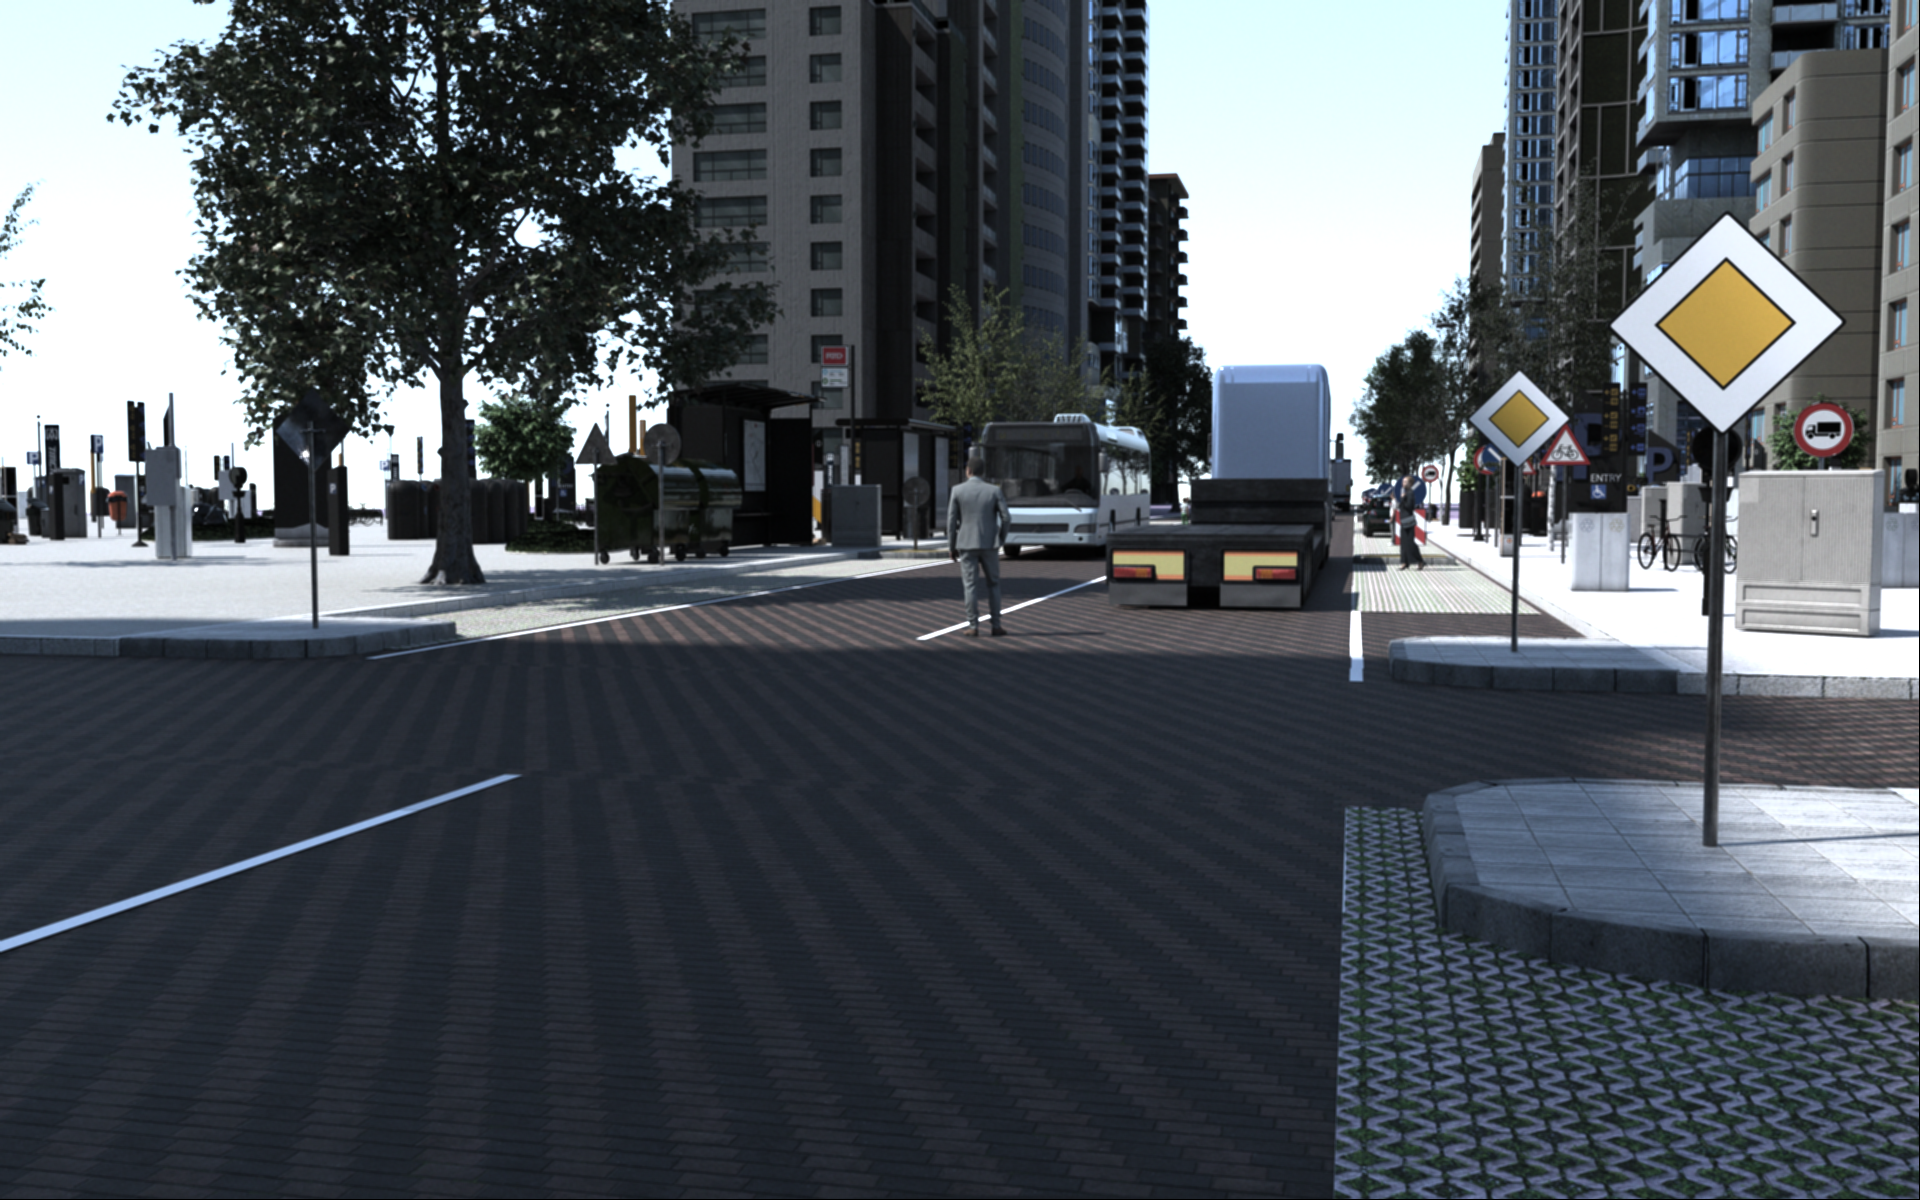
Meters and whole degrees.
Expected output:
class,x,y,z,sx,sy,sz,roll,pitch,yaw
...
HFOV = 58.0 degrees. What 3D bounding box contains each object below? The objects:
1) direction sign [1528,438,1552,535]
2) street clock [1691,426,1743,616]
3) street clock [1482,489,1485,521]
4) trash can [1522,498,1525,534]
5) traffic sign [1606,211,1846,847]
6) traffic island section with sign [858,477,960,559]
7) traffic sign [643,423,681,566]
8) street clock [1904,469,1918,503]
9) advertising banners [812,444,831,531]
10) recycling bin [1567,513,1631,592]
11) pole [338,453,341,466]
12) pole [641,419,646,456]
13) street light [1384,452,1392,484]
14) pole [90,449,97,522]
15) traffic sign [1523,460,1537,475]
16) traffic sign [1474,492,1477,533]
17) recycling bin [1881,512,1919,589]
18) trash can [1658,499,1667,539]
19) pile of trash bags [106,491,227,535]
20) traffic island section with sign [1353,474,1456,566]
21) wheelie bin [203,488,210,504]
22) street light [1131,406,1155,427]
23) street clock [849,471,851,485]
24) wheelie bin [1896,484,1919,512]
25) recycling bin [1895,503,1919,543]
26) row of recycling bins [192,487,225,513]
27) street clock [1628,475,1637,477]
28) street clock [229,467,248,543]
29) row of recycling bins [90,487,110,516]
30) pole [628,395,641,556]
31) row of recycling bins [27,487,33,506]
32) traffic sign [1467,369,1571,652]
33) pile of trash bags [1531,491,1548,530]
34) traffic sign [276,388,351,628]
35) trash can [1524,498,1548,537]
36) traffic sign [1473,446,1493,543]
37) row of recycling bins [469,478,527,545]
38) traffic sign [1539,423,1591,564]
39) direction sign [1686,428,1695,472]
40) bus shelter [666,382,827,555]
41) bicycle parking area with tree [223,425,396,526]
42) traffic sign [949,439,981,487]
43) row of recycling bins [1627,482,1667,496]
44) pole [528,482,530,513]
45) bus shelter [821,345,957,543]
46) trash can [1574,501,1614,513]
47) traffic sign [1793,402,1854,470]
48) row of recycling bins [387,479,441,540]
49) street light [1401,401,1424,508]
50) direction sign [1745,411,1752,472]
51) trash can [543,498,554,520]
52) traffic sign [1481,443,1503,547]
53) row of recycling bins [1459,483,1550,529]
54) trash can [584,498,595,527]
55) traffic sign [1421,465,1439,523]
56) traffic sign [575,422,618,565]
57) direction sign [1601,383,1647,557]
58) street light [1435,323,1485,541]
class,x,y,z,sx,sy,sz,roll,pitch,yaw
direction sign,18.030,-3.804,54.188,0.876,3.537,0.379,1,4,13
street clock,7.944,-0.835,18.222,0.471,2.002,0.358,2,4,31
street clock,25.019,-4.799,83.027,0.471,2.002,0.358,-1,4,-10
trash can,18.222,-2.707,55.907,0.748,1.137,0.748,0,3,0
traffic sign,2.733,-0.160,6.254,0.795,2.450,0.064,1,4,13
traffic island section with sign,-1.073,-1.851,38.886,1.989,1.847,2.006,1,4,13
traffic sign,-5.348,-1.890,31.001,0.768,2.556,0.104,1,4,21
street clock,27.362,-2.770,49.863,0.358,2.002,0.471,1,4,16
advertising banners,-4.516,-3.868,59.437,2.074,3.025,0.090,1,4,15
recycling bin,8.500,-0.642,23.055,0.722,1.027,0.722,1,4,15
pole,-30.921,-5.669,86.524,0.158,3.312,0.155,0,3,0
pole,-8.665,-3.276,47.402,0.158,3.312,0.155,0,3,0
street light,30.817,-9.169,122.448,1.470,5.913,1.316,1,4,13
pole,-39.595,-5.215,79.110,0.158,3.312,0.155,0,3,0
traffic sign,15.293,-2.896,47.358,0.884,2.594,0.081,1,4,13
traffic sign,17.022,-3.494,57.123,0.884,2.594,0.081,1,4,18
recycling bin,12.751,-0.690,23.830,0.722,1.027,0.722,0,4,-6
trash can,19.368,-2.167,47.081,0.748,1.137,0.748,0,3,0
pile of trash bags,-25.087,-2.756,54.806,3.447,1.369,1.912,-2,4,-33
traffic island section with sign,9.114,-1.649,35.596,1.989,1.847,2.006,1,4,13
wheelie bin,-42.552,-5.494,97.738,0.693,1.594,0.980,1,4,12
street light,9.637,-7.302,91.934,1.470,5.913,1.316,1,4,13
street clock,-3.487,-3.037,54.221,0.358,2.002,0.471,-1,4,-9
wheelie bin,27.821,-2.613,50.629,0.693,1.594,0.980,0,4,3
recycling bin,26.532,-2.165,47.954,0.722,1.027,0.722,0,4,-6
row of recycling bins,-42.066,-5.352,94.625,3.534,1.692,1.069,-1,4,-15
street clock,26.197,-3.850,67.517,0.358,2.002,0.471,-2,4,-29
street clock,-19.014,-2.514,45.682,0.471,2.002,0.358,2,4,33
row of recycling bins,-50.981,-5.844,102.656,1.069,1.692,3.534,-1,4,-22
pole,-6.724,-2.558,35.661,0.158,3.312,0.155,0,3,0
row of recycling bins,-42.617,-4.520,81.008,1.069,1.692,3.534,0,4,-6
traffic sign,4.510,-0.636,14.039,0.795,2.450,0.064,1,4,13
pile of trash bags,21.111,-3.143,61.143,1.912,1.369,3.447,3,5,44
traffic sign,-6.156,-0.786,16.487,0.795,2.450,0.064,1,4,13
trash can,17.543,-2.482,52.233,0.748,1.137,0.748,0,3,0
traffic sign,13.800,-2.763,45.280,0.768,2.556,0.104,1,4,19
row of recycling bins,-12.315,-2.357,45.642,1.069,1.692,3.534,0,4,7
traffic sign,11.075,-1.941,31.738,0.884,2.594,0.081,1,4,21
direction sign,25.137,-4.138,59.660,0.379,3.537,0.876,0,4,7
bus shelter,-4.773,-2.958,39.644,1.731,3.624,6.357,1,4,13
bicycle parking area with tree,-25.909,-5.267,73.112,9.016,4.147,8.231,-3,5,-45
traffic sign,0.576,-4.292,64.039,2.265,3.308,0.079,1,4,17
row of recycling bins,23.360,-3.057,57.095,3.534,1.692,1.069,2,4,26
pole,-23.069,-6.029,92.419,0.158,3.312,0.155,0,3,0
bus shelter,-2.109,-4.377,49.200,2.179,5.291,8.768,1,4,13
trash can,12.622,-1.398,34.507,0.748,1.137,0.748,0,3,0
traffic sign,11.935,-1.463,24.019,0.768,2.556,0.104,1,4,13
row of recycling bins,-15.634,-2.632,50.138,1.069,1.692,3.534,0,4,5
street light,22.476,-6.947,86.126,1.470,5.913,1.316,1,4,13
direction sign,17.419,-2.833,38.321,0.379,3.537,0.876,1,4,18
trash can,-15.571,-3.259,64.934,0.748,1.137,0.748,0,3,0
traffic sign,12.902,-2.538,41.600,0.768,2.556,0.104,1,4,20
row of recycling bins,20.360,-3.497,64.288,3.534,1.692,1.069,1,4,17
trash can,-14.205,-3.395,67.158,0.748,1.137,0.748,0,3,0
traffic sign,20.661,-4.651,76.148,0.768,2.556,0.104,1,4,15
traffic sign,-6.578,-1.914,31.293,0.884,2.594,0.081,1,4,19
direction sign,13.498,-2.646,35.259,0.876,3.537,0.379,0,4,4
street light,13.617,-4.563,47.140,1.470,5.913,1.316,1,4,13
